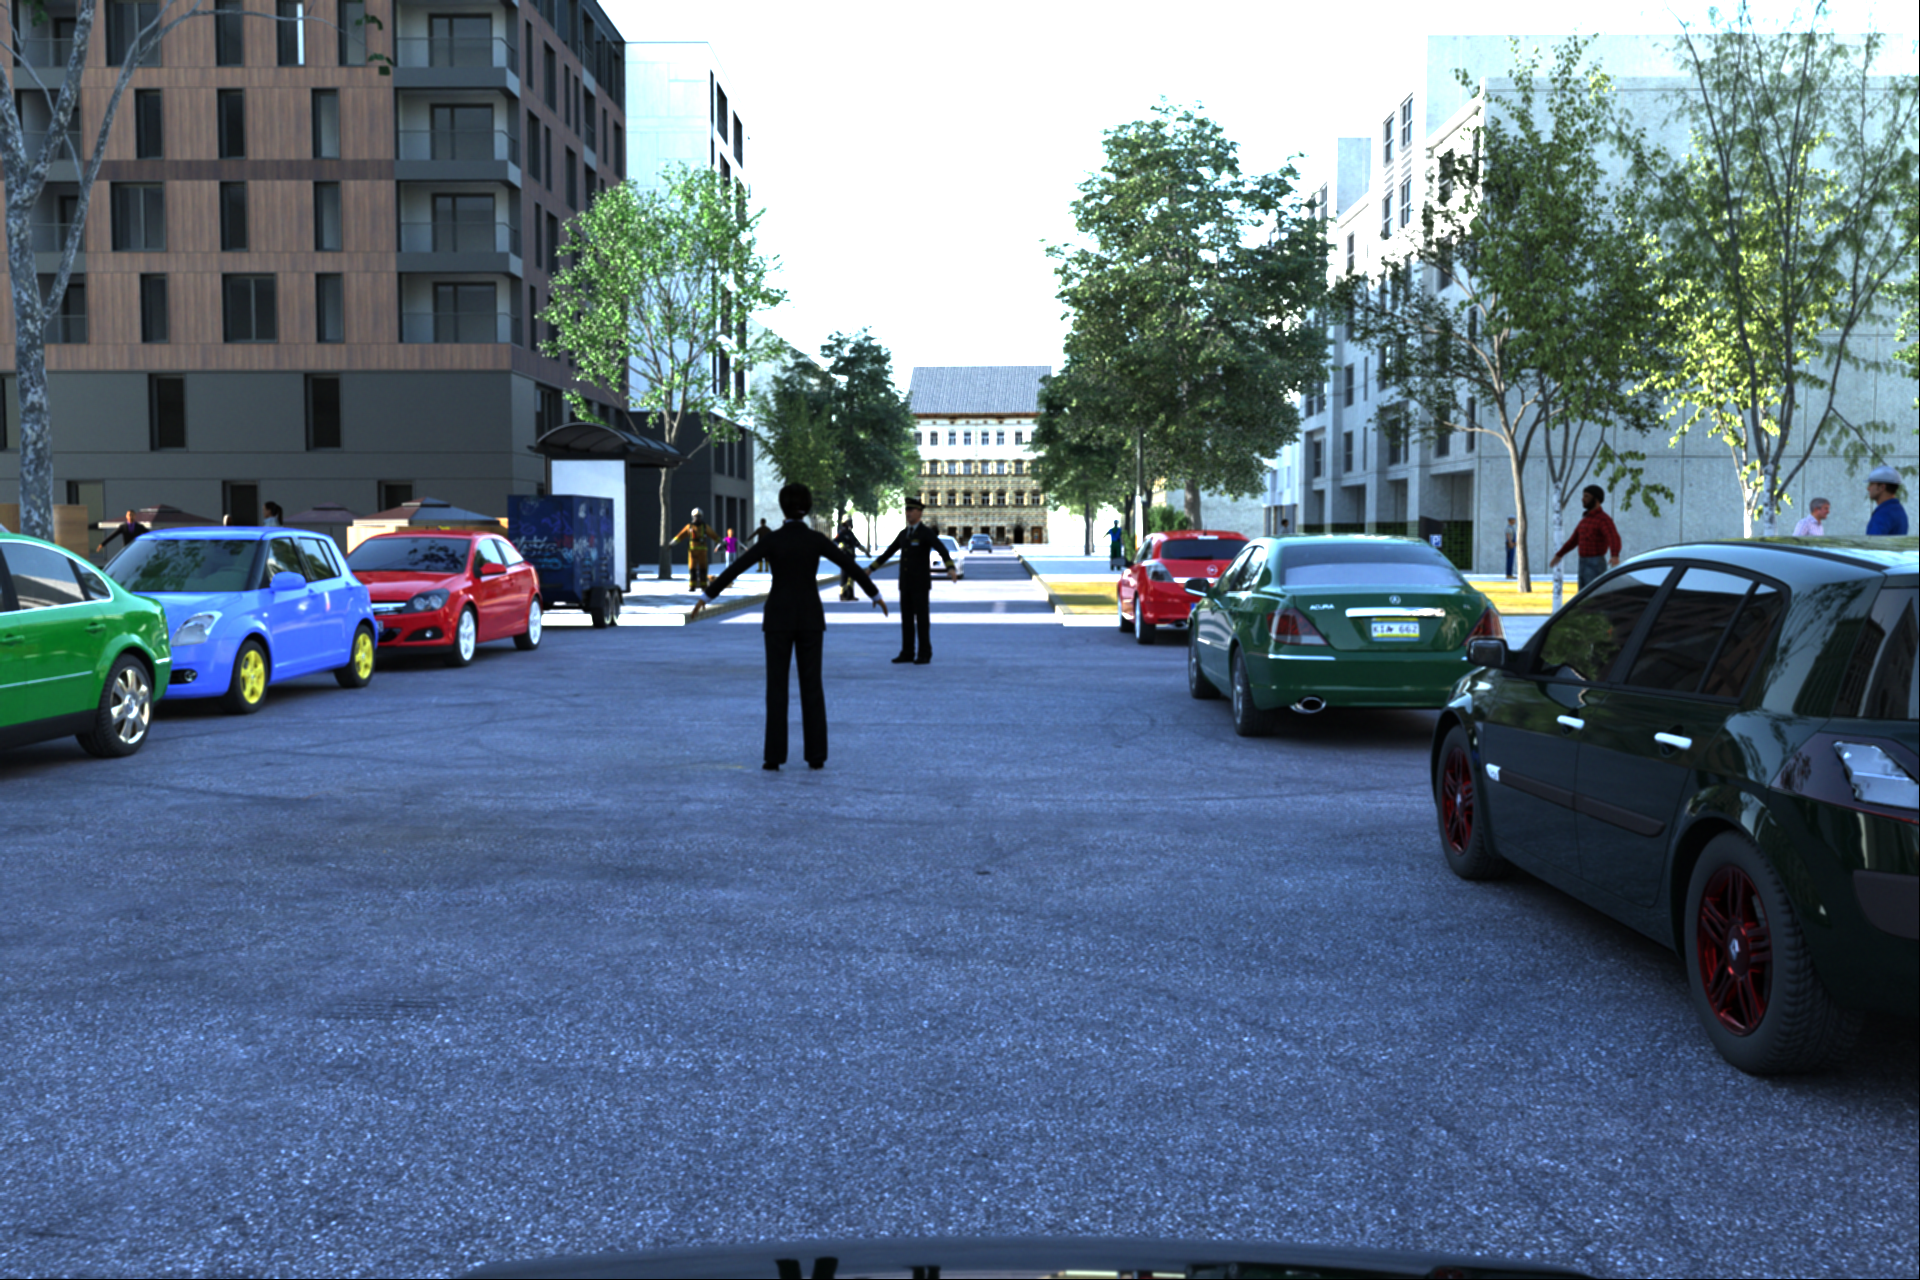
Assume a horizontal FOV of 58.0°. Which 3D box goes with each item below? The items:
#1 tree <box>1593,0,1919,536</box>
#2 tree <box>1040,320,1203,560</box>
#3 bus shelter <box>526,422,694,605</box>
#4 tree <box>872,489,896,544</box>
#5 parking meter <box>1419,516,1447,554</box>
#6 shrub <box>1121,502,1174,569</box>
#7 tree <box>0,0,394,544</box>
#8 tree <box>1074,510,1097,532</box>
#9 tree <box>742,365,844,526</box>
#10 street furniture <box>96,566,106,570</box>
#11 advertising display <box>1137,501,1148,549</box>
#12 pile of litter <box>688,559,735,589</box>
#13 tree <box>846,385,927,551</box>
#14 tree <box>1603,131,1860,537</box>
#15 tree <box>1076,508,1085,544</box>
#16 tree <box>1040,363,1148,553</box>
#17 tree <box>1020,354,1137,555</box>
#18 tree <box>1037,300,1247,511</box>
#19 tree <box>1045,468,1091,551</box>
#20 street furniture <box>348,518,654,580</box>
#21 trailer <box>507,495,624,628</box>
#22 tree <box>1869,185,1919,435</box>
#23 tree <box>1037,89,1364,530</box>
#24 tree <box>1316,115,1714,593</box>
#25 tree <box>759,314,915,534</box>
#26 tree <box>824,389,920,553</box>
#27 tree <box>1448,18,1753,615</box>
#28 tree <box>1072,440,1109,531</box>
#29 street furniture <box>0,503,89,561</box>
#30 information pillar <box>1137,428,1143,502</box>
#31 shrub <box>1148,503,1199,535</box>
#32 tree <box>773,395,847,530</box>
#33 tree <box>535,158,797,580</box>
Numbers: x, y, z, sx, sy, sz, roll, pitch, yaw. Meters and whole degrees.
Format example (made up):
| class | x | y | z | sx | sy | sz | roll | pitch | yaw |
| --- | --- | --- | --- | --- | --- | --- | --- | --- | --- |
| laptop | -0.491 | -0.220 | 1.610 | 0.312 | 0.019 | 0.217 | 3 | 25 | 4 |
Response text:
| class | x | y | z | sx | sy | sz | roll | pitch | yaw |
| --- | --- | --- | --- | --- | --- | --- | --- | --- | --- |
| tree | 9.158 | -4.223 | 19.406 | 4.360 | 8.622 | 3.978 | 0 | 3 | 0 |
| tree | 7.578 | -9.219 | 76.490 | 9.928 | 11.665 | 9.643 | 0 | 3 | 0 |
| bus shelter | -6.716 | -2.449 | 33.968 | 2.014 | 3.302 | 5.546 | 0 | 4 | 2 |
| tree | -9.762 | -16.441 | 219.173 | 4.737 | 8.622 | 4.395 | 0 | 3 | 0 |
| parking meter | 6.582 | -0.962 | 24.144 | 0.372 | 1.533 | 0.369 | 0 | 3 | 0 |
| shrub | 4.853 | -2.365 | 42.703 | 1.661 | 2.075 | 1.752 | 0 | 3 | 0 |
| tree | -11.018 | -10.076 | 20.639 | 12.611 | 20.169 | 13.585 | 0 | 3 | 0 |
| tree | 16.427 | -16.349 | 217.673 | 4.360 | 8.622 | 3.978 | 0 | 3 | 0 |
| tree | -7.359 | -7.701 | 76.267 | 4.737 | 8.622 | 4.395 | 0 | 3 | 0 |
| street furniture | -23.981 | -1.561 | 41.154 | 5.734 | 0.657 | 10.072 | 1 | 4 | 19 |
| advertising display | 3.591 | -1.769 | 34.136 | 0.123 | 1.923 | 0.974 | 0 | 4 | 1 |
| pile of litter | -5.948 | -1.667 | 41.226 | 1.176 | 0.858 | 1.719 | 0 | 4 | 2 |
| tree | -6.009 | -12.913 | 129.251 | 7.486 | 12.596 | 7.792 | 0 | 3 | 0 |
| tree | 13.925 | -4.920 | 30.805 | 4.737 | 8.622 | 4.395 | 0 | 3 | 0 |
| tree | 16.422 | -16.743 | 224.103 | 4.360 | 8.622 | 3.978 | 0 | 3 | 0 |
| tree | 8.897 | -11.974 | 113.905 | 7.486 | 12.596 | 7.792 | 0 | 3 | 0 |
| tree | 7.325 | -11.381 | 104.212 | 7.486 | 12.596 | 7.792 | 0 | 3 | 0 |
| tree | 6.780 | -7.898 | 63.538 | 8.767 | 10.594 | 7.601 | 1 | 4 | 14 |
| tree | 8.655 | -11.128 | 132.297 | 4.360 | 8.622 | 3.978 | 0 | 3 | 0 |
| street furniture | -13.085 | -2.572 | 48.911 | 11.010 | 1.723 | 9.812 | 2 | 4 | 32 |
| trailer | -6.075 | -1.154 | 25.912 | 1.471 | 1.999 | 3.904 | 0 | 4 | 1 |
| tree | 28.979 | -8.421 | 44.342 | 9.857 | 13.997 | 8.962 | 0 | 3 | 0 |
| tree | 6.801 | -8.770 | 50.041 | 9.857 | 13.997 | 8.962 | 0 | 3 | 0 |
| tree | 12.408 | -6.342 | 38.105 | 8.767 | 10.594 | 7.601 | 0 | 4 | -5 |
| tree | -7.108 | -11.967 | 102.309 | 9.857 | 13.997 | 8.962 | 0 | 3 | 0 |
| tree | -6.439 | -11.822 | 119.038 | 9.928 | 11.665 | 9.643 | 0 | 3 | 0 |
| tree | 8.939 | -4.581 | 25.266 | 4.737 | 8.622 | 4.395 | 0 | 3 | 0 |
| tree | 9.157 | -10.679 | 124.961 | 4.737 | 8.622 | 4.395 | 0 | 3 | 0 |
| street furniture | -17.389 | -1.227 | 26.909 | 9.812 | 1.723 | 11.010 | 1 | 4 | 13 |
| information pillar | 3.997 | -2.882 | 38.481 | 0.183 | 3.616 | 0.504 | 0 | 4 | -1 |
| shrub | 4.895 | -2.196 | 40.317 | 1.690 | 2.028 | 1.600 | 0 | 3 | 0 |
| tree | -7.788 | -8.628 | 91.432 | 4.737 | 8.622 | 4.395 | 0 | 3 | 0 |
| tree | -8.140 | -7.491 | 48.226 | 9.928 | 11.665 | 9.643 | 0 | 3 | 0 |
